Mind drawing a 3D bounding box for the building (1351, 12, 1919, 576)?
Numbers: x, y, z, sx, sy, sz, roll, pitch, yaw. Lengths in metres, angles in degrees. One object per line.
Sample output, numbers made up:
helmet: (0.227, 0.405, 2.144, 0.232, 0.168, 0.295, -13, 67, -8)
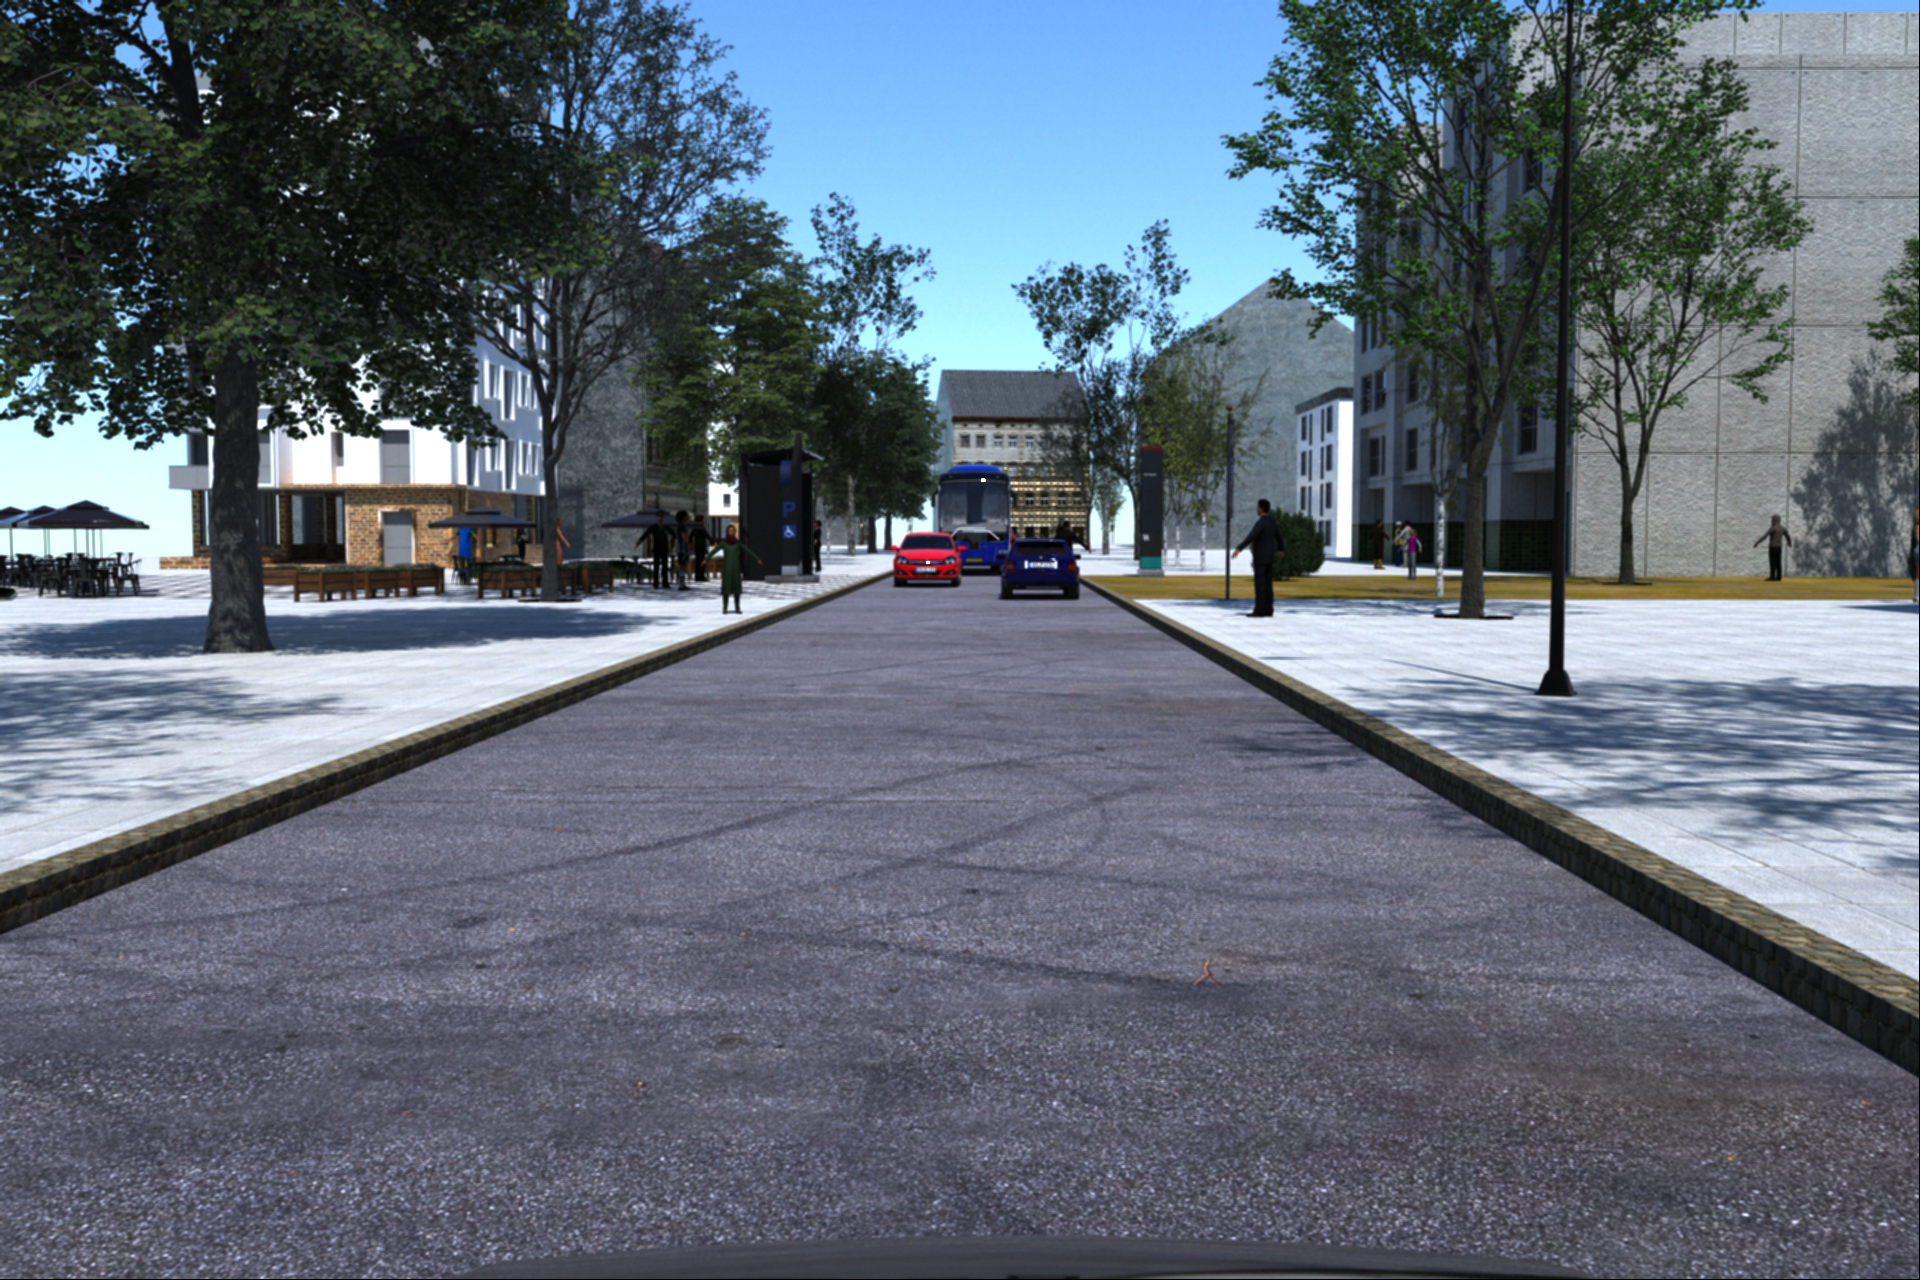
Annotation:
building: (27.109, -12.298, 67.529, 16.747, 18.905, 31.486, 0, 4, 1)

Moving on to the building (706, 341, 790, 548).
building: (-22.328, -18.785, 163.555, 16.016, 20.090, 11.380, 0, 4, 2)

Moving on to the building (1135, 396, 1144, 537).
building: (29.237, -21.926, 189.423, 19.493, 23.208, 18.063, 0, 4, 1)

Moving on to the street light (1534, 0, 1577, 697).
street light: (5.301, -2.514, 13.640, 1.470, 5.913, 1.316, 0, 4, 1)

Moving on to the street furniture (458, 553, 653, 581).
street furniture: (-11.918, -2.246, 52.341, 5.734, 0.657, 10.072, 0, 4, -8)

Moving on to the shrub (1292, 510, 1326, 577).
shrub: (10.234, -2.916, 52.099, 1.690, 2.028, 1.600, 0, 3, 0)

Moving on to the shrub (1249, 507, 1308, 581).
shrub: (8.660, -2.641, 47.215, 1.661, 2.075, 1.752, 0, 3, 0)

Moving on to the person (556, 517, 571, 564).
person: (-10.604, -2.401, 46.058, 0.721, 1.733, 1.217, -2, 4, -30)

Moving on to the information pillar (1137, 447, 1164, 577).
information pillar: (5.713, -3.820, 51.838, 0.750, 3.857, 0.750, 0, 4, 1)

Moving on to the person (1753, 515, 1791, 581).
person: (22.296, -2.525, 47.405, 1.348, 1.813, 0.705, -1, 4, -22)

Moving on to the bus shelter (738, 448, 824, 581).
bus shelter: (-5.092, -3.596, 50.073, 1.731, 3.624, 6.357, 0, 4, 1)

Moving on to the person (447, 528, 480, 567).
person: (-17.679, -3.404, 61.782, 1.347, 1.817, 0.704, 1, 4, 17)

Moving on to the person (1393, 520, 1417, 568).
person: (16.935, -3.640, 65.700, 1.347, 1.806, 0.705, -2, 4, -34)

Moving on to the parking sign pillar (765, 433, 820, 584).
parking sign pillar: (-4.417, -3.487, 45.486, 1.447, 3.967, 1.447, 0, 4, 1)

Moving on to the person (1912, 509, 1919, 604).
person: (17.821, -1.550, 31.952, 0.721, 1.753, 1.214, 2, 4, 33)

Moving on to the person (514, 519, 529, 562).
person: (-16.658, -3.679, 65.937, 0.705, 1.856, 1.354, -2, 4, -24)

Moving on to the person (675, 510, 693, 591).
person: (-6.256, -2.028, 39.297, 0.704, 1.843, 1.345, -1, 4, -16)

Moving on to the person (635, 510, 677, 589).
person: (-7.043, -2.132, 40.799, 1.347, 1.837, 0.705, -2, 4, -30)

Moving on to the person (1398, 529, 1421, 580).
person: (12.651, -2.410, 48.675, 0.599, 1.433, 0.991, -2, 4, -24)

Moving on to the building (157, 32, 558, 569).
building: (-23.201, -12.735, 64.633, 16.016, 20.090, 11.380, 0, 4, 0)

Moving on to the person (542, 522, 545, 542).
person: (-16.084, -3.751, 67.550, 0.704, 1.802, 1.346, 0, 4, 3)

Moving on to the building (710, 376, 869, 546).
building: (-20.173, -22.693, 201.957, 19.493, 23.208, 18.063, 0, 4, 2)

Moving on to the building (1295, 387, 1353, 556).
building: (26.083, -9.603, 99.155, 9.099, 9.664, 28.070, 0, 4, 1)

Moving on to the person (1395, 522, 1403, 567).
person: (17.309, -3.763, 67.987, 0.721, 1.772, 1.216, 0, 4, 1)

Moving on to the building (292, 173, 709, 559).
building: (-25.174, -16.336, 98.028, 19.493, 23.208, 18.063, 0, 4, 2)

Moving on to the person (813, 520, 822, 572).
person: (-4.862, -3.146, 58.156, 0.721, 1.740, 1.216, 0, 4, -6)

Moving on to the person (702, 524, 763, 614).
person: (-3.664, -1.139, 27.829, 0.989, 1.438, 0.599, -1, 4, -17)

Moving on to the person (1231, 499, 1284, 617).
person: (4.673, -1.270, 26.816, 0.704, 1.823, 1.345, 3, 5, 43)

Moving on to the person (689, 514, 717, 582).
person: (-6.944, -2.464, 46.468, 0.705, 1.806, 1.347, -3, 5, -42)

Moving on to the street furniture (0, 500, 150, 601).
street furniture: (-27.859, -2.363, 43.670, 14.083, 1.986, 27.439, -2, 4, -29)

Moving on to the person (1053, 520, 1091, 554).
person: (2.883, -2.324, 46.680, 1.346, 1.802, 0.704, 2, 4, 26)

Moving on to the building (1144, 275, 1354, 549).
building: (26.817, -19.925, 156.702, 19.493, 23.208, 18.063, 0, 4, 1)

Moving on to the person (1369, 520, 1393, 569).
person: (15.333, -3.498, 63.327, 0.704, 1.812, 1.346, -2, 4, -25)
